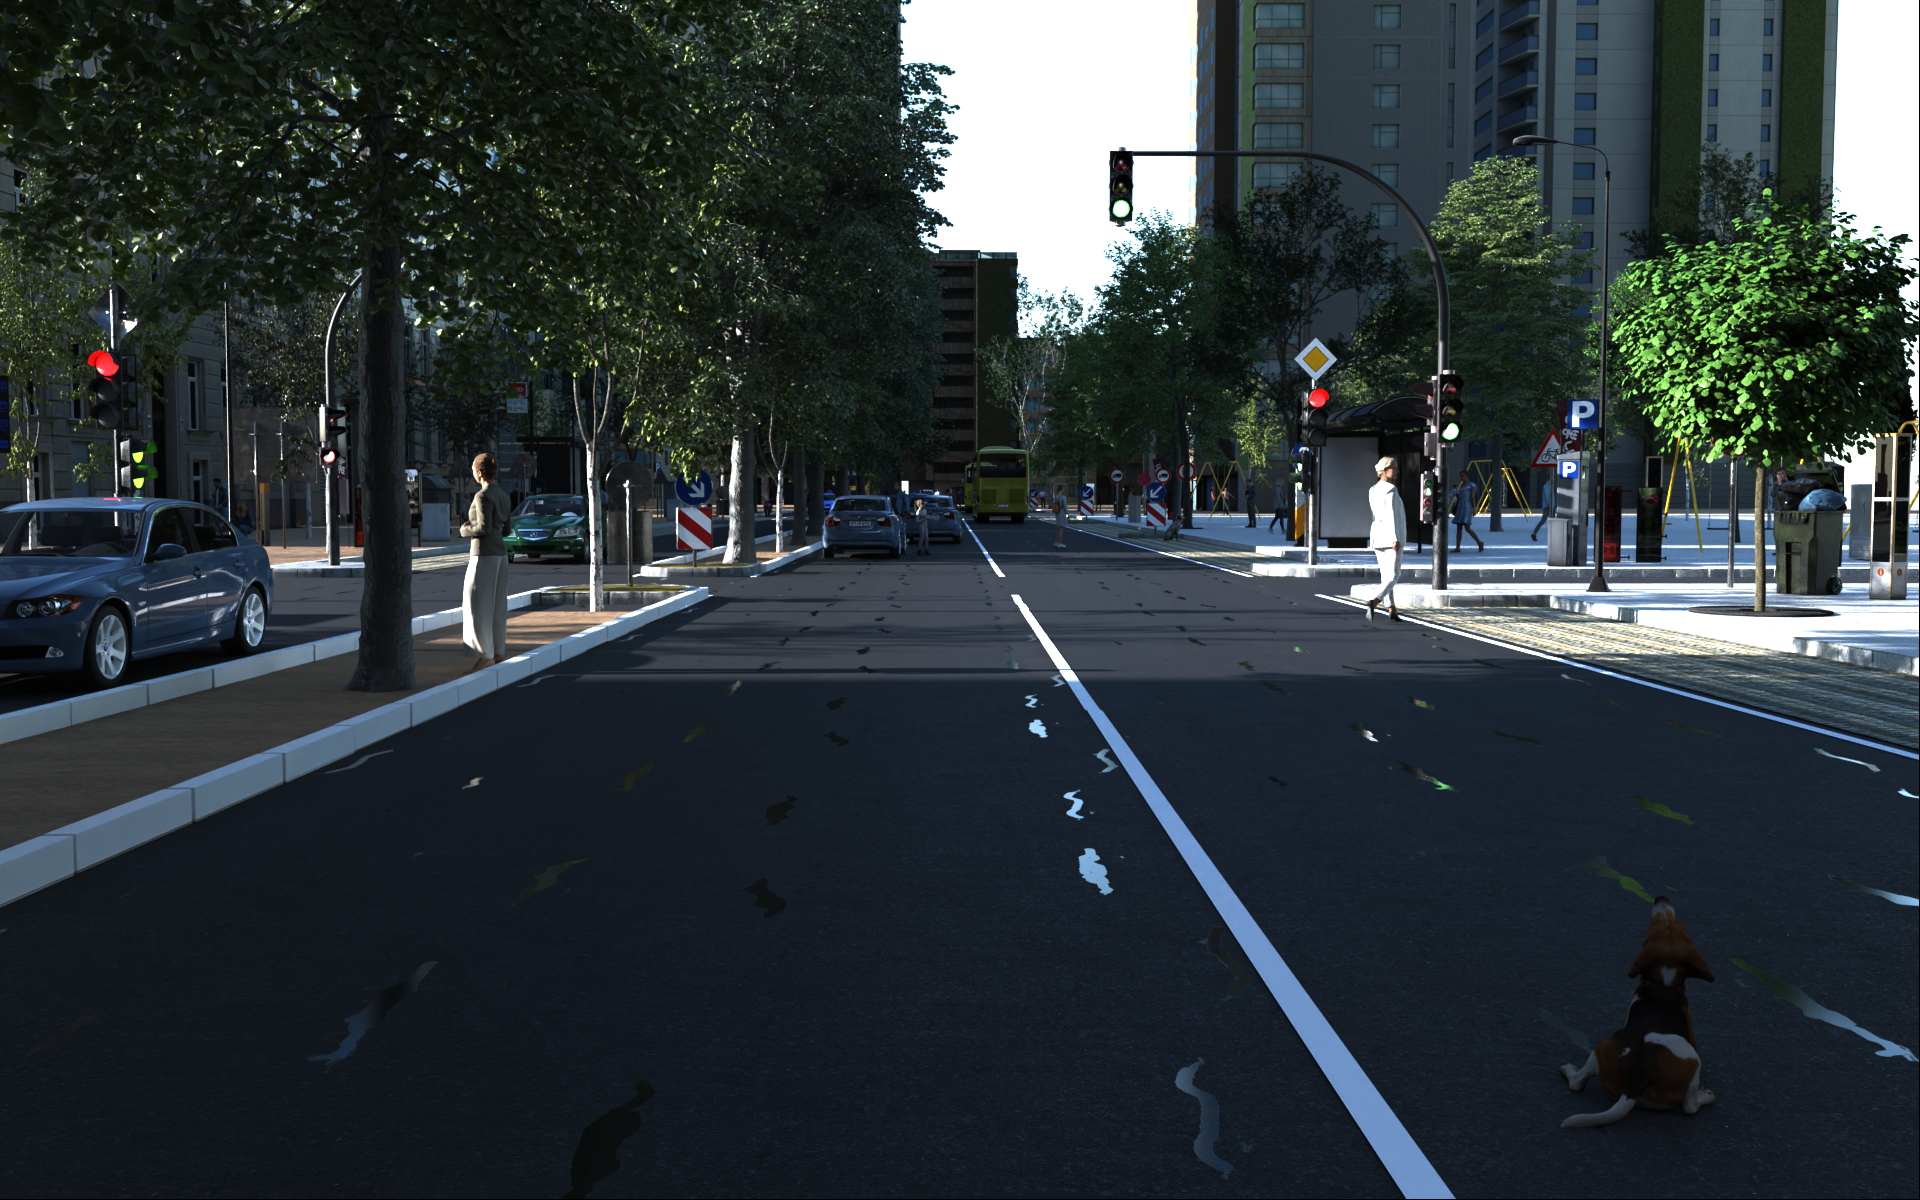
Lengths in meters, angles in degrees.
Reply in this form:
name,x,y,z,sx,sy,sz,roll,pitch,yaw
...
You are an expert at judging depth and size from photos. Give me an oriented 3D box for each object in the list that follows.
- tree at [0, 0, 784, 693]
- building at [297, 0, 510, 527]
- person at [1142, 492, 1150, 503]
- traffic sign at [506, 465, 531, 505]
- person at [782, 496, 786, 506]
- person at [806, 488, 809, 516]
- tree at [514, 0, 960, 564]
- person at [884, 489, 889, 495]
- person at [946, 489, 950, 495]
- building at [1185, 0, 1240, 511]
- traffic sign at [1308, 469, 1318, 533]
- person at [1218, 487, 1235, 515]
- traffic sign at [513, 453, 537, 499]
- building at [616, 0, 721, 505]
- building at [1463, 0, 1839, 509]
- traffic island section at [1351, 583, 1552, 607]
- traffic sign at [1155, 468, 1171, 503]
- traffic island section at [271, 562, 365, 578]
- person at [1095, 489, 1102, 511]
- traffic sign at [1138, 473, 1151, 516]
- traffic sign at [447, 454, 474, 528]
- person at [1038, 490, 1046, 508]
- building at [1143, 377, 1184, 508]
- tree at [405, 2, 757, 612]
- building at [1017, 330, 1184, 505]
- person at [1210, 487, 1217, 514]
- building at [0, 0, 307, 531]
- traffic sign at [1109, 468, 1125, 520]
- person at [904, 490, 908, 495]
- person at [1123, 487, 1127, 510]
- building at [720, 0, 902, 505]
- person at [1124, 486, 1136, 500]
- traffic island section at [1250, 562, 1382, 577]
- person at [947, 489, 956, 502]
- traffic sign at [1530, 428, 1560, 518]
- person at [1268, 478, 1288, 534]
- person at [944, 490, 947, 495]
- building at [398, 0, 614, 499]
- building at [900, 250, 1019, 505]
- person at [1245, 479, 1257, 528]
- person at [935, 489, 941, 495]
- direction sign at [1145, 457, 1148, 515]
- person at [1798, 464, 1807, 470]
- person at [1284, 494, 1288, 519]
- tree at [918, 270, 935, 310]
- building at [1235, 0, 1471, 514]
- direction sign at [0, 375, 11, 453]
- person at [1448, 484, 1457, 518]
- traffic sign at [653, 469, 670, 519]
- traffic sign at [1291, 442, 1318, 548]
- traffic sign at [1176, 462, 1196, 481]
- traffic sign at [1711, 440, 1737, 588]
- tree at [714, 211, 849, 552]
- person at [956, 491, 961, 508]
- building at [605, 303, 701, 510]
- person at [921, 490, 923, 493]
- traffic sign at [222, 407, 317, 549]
name,x,y,z,sx,sy,sz,roll,pitch,yaw
tree,-4.299,-5.633,12.685,7.486,12.596,7.792,0,3,0
building,-32.691,-15.149,80.964,16.112,22.955,30.059,0,4,0
person,14.857,-7.937,136.604,1.217,1.735,0.721,-2,4,-27
traffic sign,-15.145,-3.633,59.408,0.884,2.594,0.081,0,4,1
person,-18.931,-10.600,185.047,0.421,1.427,0.697,3,5,40
person,-10.048,-6.524,115.183,0.705,1.822,1.348,-2,4,-27
tree,-4.485,-7.697,34.960,9.857,13.997,8.962,0,3,0
person,-5.759,-7.896,137.605,0.705,1.822,1.348,-3,5,-44
person,-0.916,-7.466,130.573,0.705,1.824,1.348,2,4,32
building,25.302,-29.537,133.034,14.600,45.320,14.200,0,4,0
traffic sign,11.409,-3.461,56.696,0.768,2.556,0.104,0,4,4
person,16.591,-6.189,107.945,1.217,1.736,0.721,-1,4,-16
traffic sign,-13.648,-3.316,54.317,0.768,2.556,0.104,0,4,6
building,-42.274,-40.896,210.647,28.212,58.520,21.231,0,4,0
building,62.367,-37.806,160.129,28.212,58.520,21.231,0,4,0
traffic island section,6.450,-0.060,23.266,2.009,0.180,2.903,0,4,0
traffic sign,9.860,-5.138,84.107,0.768,2.556,0.104,0,4,6
traffic island section,-11.258,-0.540,31.108,2.009,0.180,2.903,0,4,0
person,10.682,-7.732,133.934,0.593,1.643,0.415,1,4,8
traffic sign,10.943,-6.279,102.761,0.768,2.556,0.104,0,4,1
traffic sign,-16.252,-3.445,56.332,0.884,2.594,0.081,0,4,1
person,7.637,-9.383,160.385,0.756,1.711,0.436,1,4,12
building,29.474,-51.480,154.370,22.319,86.520,31.000,0,4,0
tree,-4.374,-4.144,20.569,4.737,8.622,4.395,0,3,0
building,21.247,-22.612,214.752,28.899,21.520,27.650,0,4,0
person,16.463,-6.438,112.028,0.721,1.743,1.217,1,4,14
building,-30.427,-15.661,53.318,12.463,27.353,25.104,0,4,0
traffic sign,7.619,-5.136,84.079,0.768,2.556,0.104,0,4,8
person,-4.448,-7.905,138.300,0.990,1.755,0.434,-1,4,-9
person,13.325,-8.255,141.031,1.348,1.821,0.705,-2,4,-26
building,-17.585,-47.168,209.448,20.611,71.187,20.563,0,4,0
person,11.471,-6.729,116.149,0.705,1.812,1.348,-2,4,-30
traffic island section,6.383,-0.549,31.250,2.009,0.180,2.903,0,4,0
person,-0.596,-6.151,109.627,0.434,1.755,0.990,-3,5,-44
traffic sign,11.700,-2.096,34.265,0.884,2.594,0.081,0,4,1
person,10.236,-3.016,55.542,0.728,1.800,0.709,1,4,18
person,-1.258,-9.298,160.546,0.705,1.821,1.348,0,3,0
building,-36.512,-49.360,119.713,22.319,86.520,31.000,0,4,0
building,-0.200,-26.667,207.705,14.107,30.474,14.160,0,4,0
person,11.080,-3.692,66.214,0.447,1.846,0.655,-1,4,-18
person,-1.719,-8.008,139.294,0.709,1.838,0.599,1,4,20
direction sign,11.406,-6.959,105.770,0.379,3.537,0.876,1,4,9
person,15.608,-1.612,32.280,0.514,1.842,0.818,-1,4,-10
person,17.071,-4.872,89.955,0.590,1.304,0.306,-1,4,-17
tree,-4.591,-7.812,48.312,7.486,12.596,7.792,0,3,0
building,25.981,-26.616,118.766,14.154,41.232,14.086,0,4,0
direction sign,-18.573,-2.510,33.042,0.876,3.537,0.379,-1,4,-8
person,26.090,-5.213,91.547,0.850,1.792,0.678,-1,4,-19
traffic sign,-15.609,-5.533,90.464,0.884,2.594,0.081,0,4,5
traffic sign,8.307,-2.533,41.516,0.768,2.556,0.104,1,4,9
traffic sign,8.898,-4.163,68.177,0.768,2.556,0.104,0,4,7
traffic sign,10.557,-1.440,23.657,0.768,2.556,0.104,0,4,1
tree,-4.436,-5.480,42.422,4.360,8.622,3.978,0,3,0
person,-0.133,-9.976,172.057,0.568,1.767,0.683,-1,4,-22
building,-39.943,-19.074,156.892,28.899,21.520,27.650,0,4,0
person,-3.361,-8.850,153.222,1.348,1.821,0.705,-1,4,-23
traffic sign,-16.139,-2.852,40.508,2.265,3.308,0.079,0,4,5
